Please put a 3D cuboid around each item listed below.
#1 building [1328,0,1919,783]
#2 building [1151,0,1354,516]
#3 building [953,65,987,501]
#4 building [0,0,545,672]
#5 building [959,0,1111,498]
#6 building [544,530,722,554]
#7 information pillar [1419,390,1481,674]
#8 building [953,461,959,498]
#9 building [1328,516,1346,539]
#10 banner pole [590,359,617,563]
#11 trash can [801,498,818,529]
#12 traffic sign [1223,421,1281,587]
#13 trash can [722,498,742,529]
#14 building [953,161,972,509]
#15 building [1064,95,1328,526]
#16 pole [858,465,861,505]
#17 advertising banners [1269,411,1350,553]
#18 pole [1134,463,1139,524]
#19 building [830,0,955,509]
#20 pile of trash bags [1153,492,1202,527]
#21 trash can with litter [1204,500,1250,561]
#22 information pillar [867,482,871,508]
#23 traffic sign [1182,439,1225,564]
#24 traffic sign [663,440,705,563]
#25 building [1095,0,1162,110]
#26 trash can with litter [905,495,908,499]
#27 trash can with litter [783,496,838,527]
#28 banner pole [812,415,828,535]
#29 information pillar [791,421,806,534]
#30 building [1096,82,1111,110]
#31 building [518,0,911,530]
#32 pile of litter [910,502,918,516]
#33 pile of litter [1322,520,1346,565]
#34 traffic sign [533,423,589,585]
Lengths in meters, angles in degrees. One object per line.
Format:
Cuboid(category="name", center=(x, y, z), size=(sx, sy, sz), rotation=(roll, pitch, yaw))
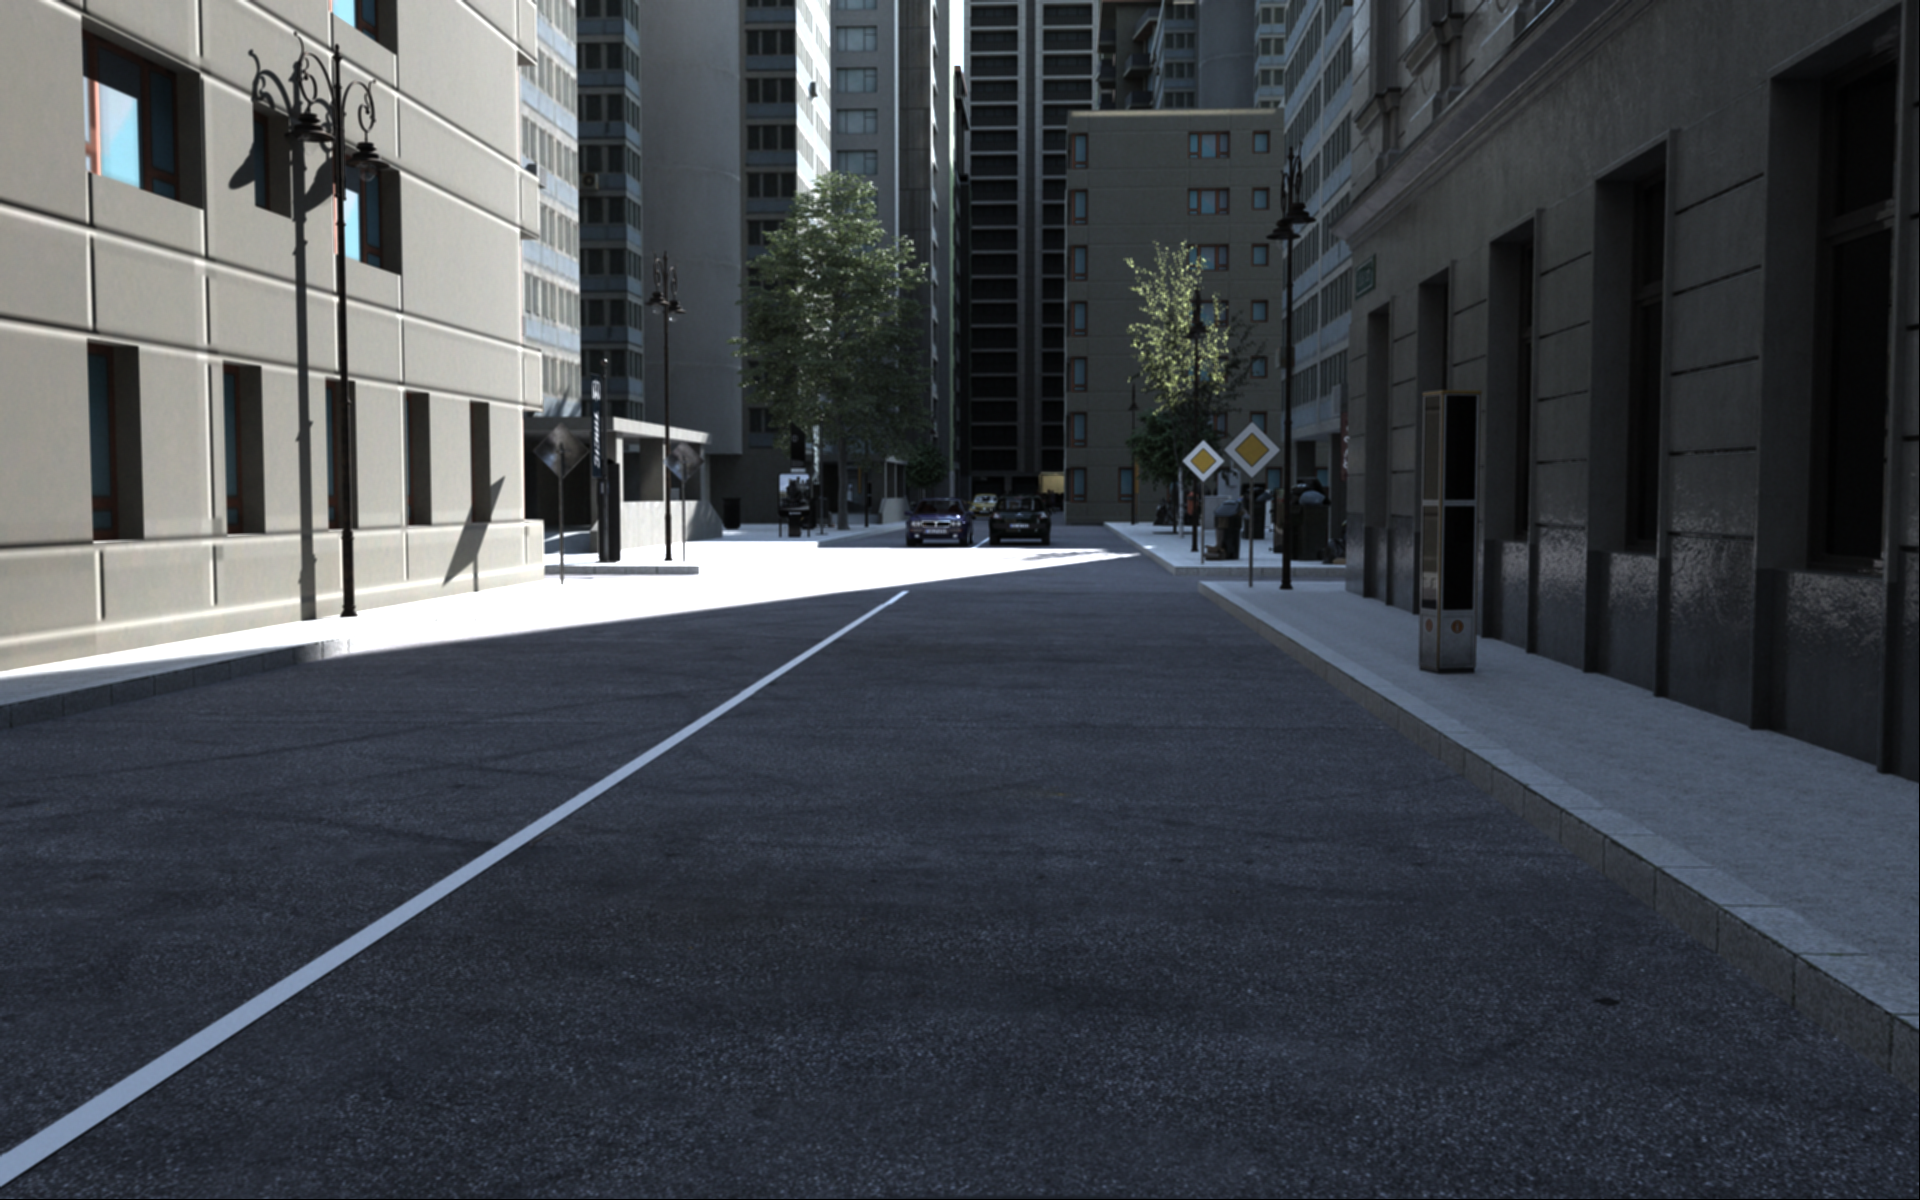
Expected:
Cuboid(category="building", center=(11.781, -13.693, 0.299), size=(17.030, 29.872, 44.131), rotation=(0, 4, 3))
Cuboid(category="building", center=(26.661, -26.491, 125.010), size=(32.217, 40.220, 23.993), rotation=(0, 4, 3))
Cuboid(category="building", center=(-12.176, -31.709, 173.068), size=(28.867, 44.769, 22.147), rotation=(0, 4, 3))
Cuboid(category="building", center=(-21.362, -10.214, 12.043), size=(28.899, 21.520, 27.650), rotation=(0, 4, 3))
Cuboid(category="building", center=(11.070, -46.527, 198.965), size=(20.611, 71.187, 20.563), rotation=(0, 4, 3))
Cuboid(category="building", center=(-23.494, -21.533, 43.941), size=(32.217, 40.220, 23.993), rotation=(0, 4, 3))
Cuboid(category="information pillar", center=(3.518, -0.487, 12.455), size=(0.304, 2.012, 0.304), rotation=(-1, 4, -12))
Cuboid(category="building", center=(-10.493, -42.383, 131.214), size=(20.563, 71.187, 20.611), rotation=(0, 4, 3))
Cuboid(category="building", center=(21.589, -21.640, 45.702), size=(23.993, 40.220, 32.217), rotation=(0, 4, 3))
Cuboid(category="banner pole", center=(-6.645, -2.567, 31.992), size=(0.401, 3.779, 0.863), rotation=(1, 4, 10))
Cuboid(category="trash can", center=(-5.543, -3.147, 63.099), size=(0.748, 1.137, 0.748), rotation=(0, 3, 0))
Cuboid(category="traffic sign", center=(4.010, -1.236, 23.848), size=(0.795, 2.450, 0.064), rotation=(0, 4, 3))
Cuboid(category="trash can", center=(-8.364, -3.170, 63.482), size=(0.748, 1.137, 0.748), rotation=(0, 3, 0))
Cuboid(category="building", center=(-6.336, -23.151, 150.218), size=(14.160, 30.474, 14.107), rotation=(0, 4, 3))
Cuboid(category="building", center=(19.445, -15.100, 91.927), size=(27.650, 21.520, 28.899), rotation=(0, 4, 3))
Cuboid(category="pole", center=(-5.618, -6.309, 96.999), size=(0.158, 3.312, 0.155), rotation=(0, 3, 0))
Cuboid(category="advertising banners", center=(7.634, -2.501, 37.079), size=(2.074, 3.025, 0.090), rotation=(2, 4, 31))
Cuboid(category="pole", center=(7.674, -4.975, 75.179), size=(0.158, 3.312, 0.155), rotation=(0, 3, 0))
Cuboid(category="building", center=(-7.788, -26.356, 114.520), size=(14.154, 41.232, 14.086), rotation=(0, 4, 3))
Cuboid(category="pile of trash bags", center=(9.008, -3.668, 69.719), size=(1.912, 1.369, 3.447), rotation=(0, 4, -7))
Cuboid(category="trash can with litter", center=(5.168, -1.364, 33.696), size=(0.624, 1.170, 1.055), rotation=(2, 4, 31))
Cuboid(category="information pillar", center=(-5.471, -6.129, 104.708), size=(0.304, 2.012, 0.304), rotation=(0, 4, -5))
Cuboid(category="traffic sign", center=(4.462, -1.723, 31.820), size=(0.795, 2.450, 0.064), rotation=(0, 4, 3))
Cuboid(category="traffic sign", center=(-5.166, -1.758, 32.384), size=(0.795, 2.450, 0.064), rotation=(0, 4, 3))
Cuboid(category="building", center=(23.036, -30.431, 152.169), size=(22.147, 44.769, 28.867), rotation=(0, 4, 3))
Cuboid(category="trash can with litter", center=(-3.047, -5.729, 104.721), size=(2.233, 1.210, 1.678), rotation=(1, 4, 20))
Cuboid(category="trash can with litter", center=(-5.689, -3.419, 66.961), size=(2.233, 1.210, 1.678), rotation=(0, 4, 6))
Cuboid(category="banner pole", center=(-4.490, -3.968, 54.891), size=(0.401, 3.779, 0.863), rotation=(-2, 4, -32))
Cuboid(category="information pillar", center=(-5.201, -3.926, 55.549), size=(0.504, 3.616, 0.183), rotation=(1, 4, 16))
Cuboid(category="building", center=(20.614, -30.018, 174.385), size=(14.154, 41.232, 14.086), rotation=(0, 4, 3))
Cuboid(category="building", center=(-18.960, -23.725, 79.784), size=(32.217, 40.220, 23.993), rotation=(0, 4, 3))
Cuboid(category="pile of litter", center=(-2.395, -5.231, 99.493), size=(1.719, 0.858, 1.176), rotation=(-3, 5, -43))
Cuboid(category="pile of litter", center=(7.425, -1.099, 31.928), size=(1.719, 0.858, 1.176), rotation=(-1, 4, -10))
Cuboid(category="traffic sign", center=(-5.618, -1.270, 24.412), size=(0.795, 2.450, 0.064), rotation=(0, 4, 3))
